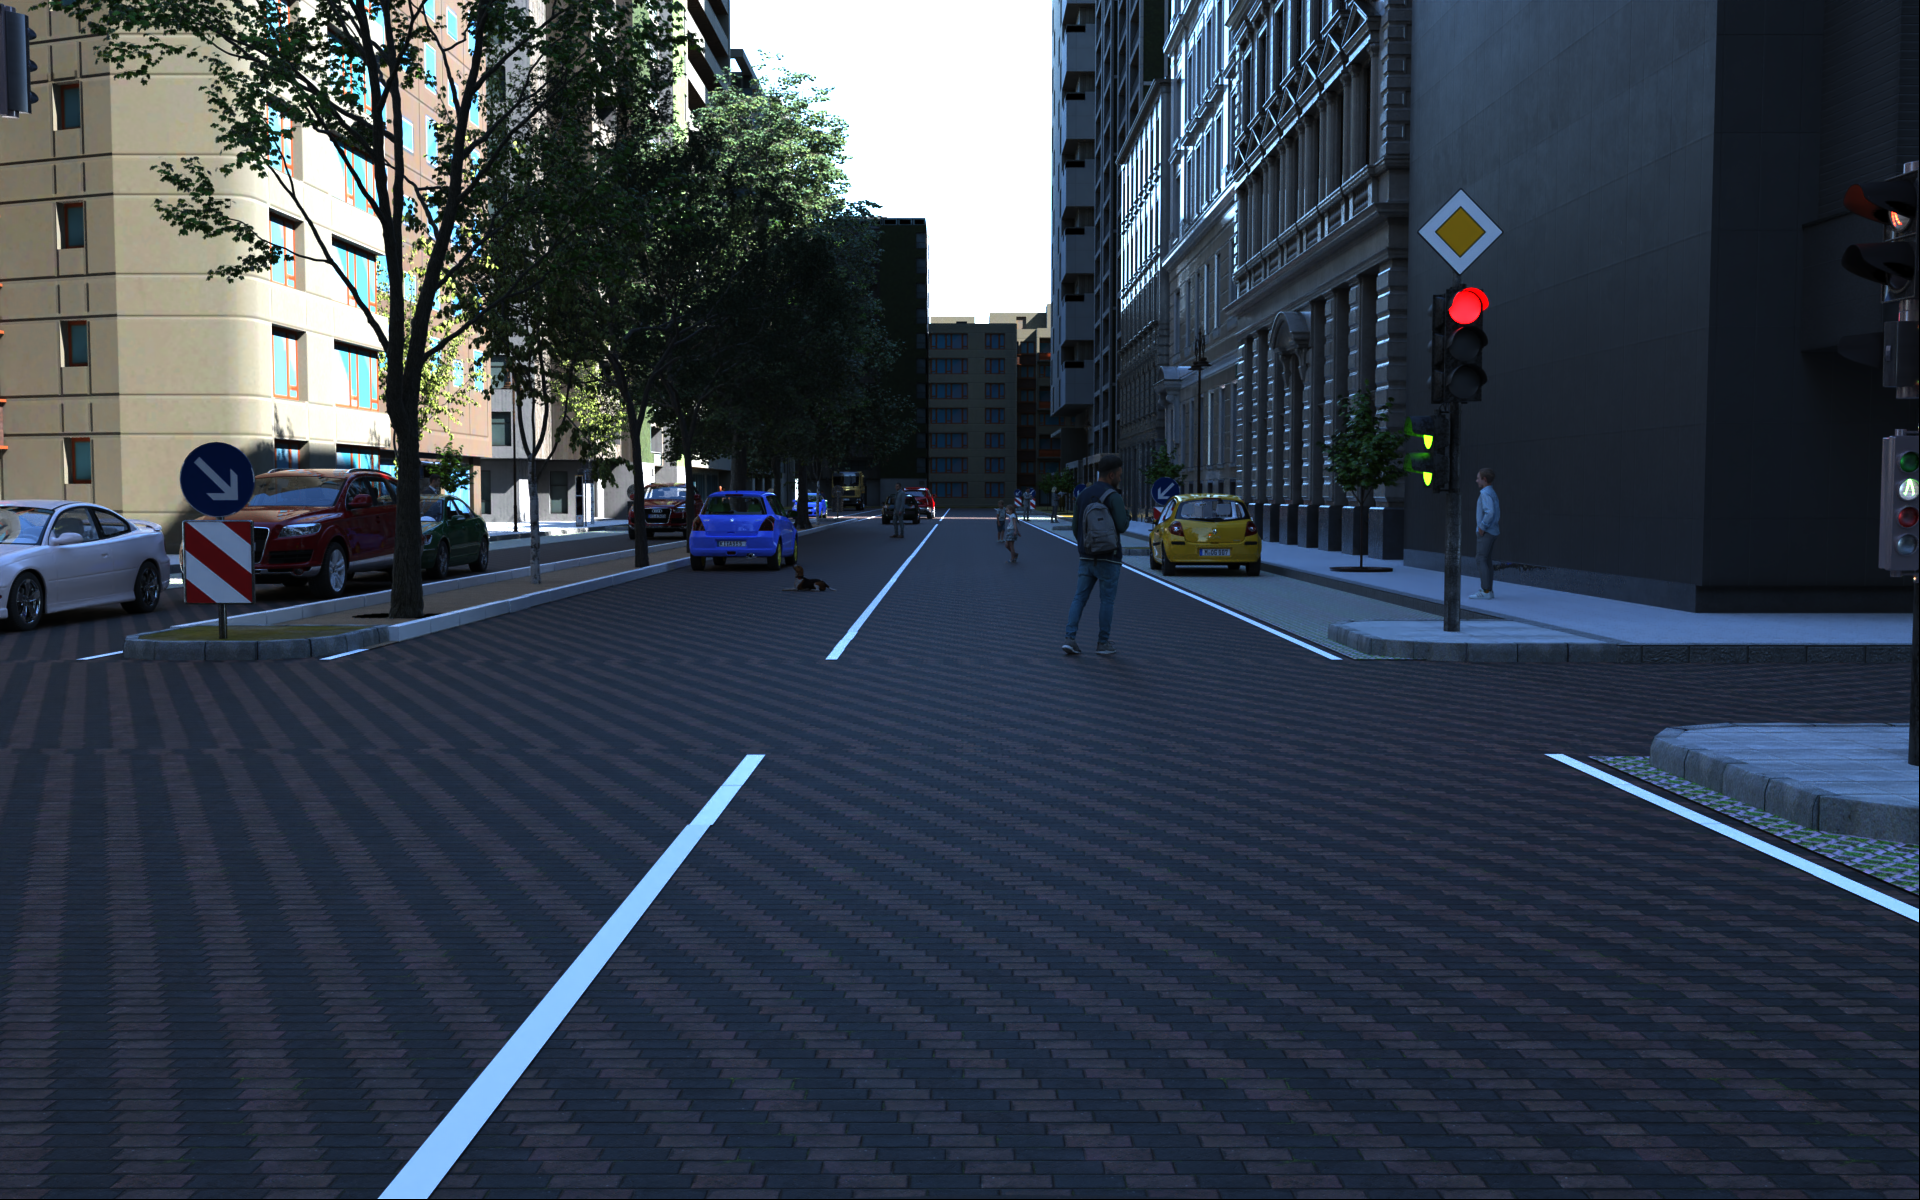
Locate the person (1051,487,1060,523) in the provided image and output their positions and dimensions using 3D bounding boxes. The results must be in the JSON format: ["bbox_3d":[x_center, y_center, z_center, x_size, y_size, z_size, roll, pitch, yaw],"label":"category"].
[{"bbox_3d":[4.717,-4.676,85.141,0.526,1.800,0.537,1,4,12],"label":"person"}]

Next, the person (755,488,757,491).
[{"bbox_3d":[-15.634,-7.706,132.754,1.217,1.735,0.721,-1,4,-15],"label":"person"}]

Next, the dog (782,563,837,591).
[{"bbox_3d":[-2.225,-0.329,25.579,0.748,0.427,0.550,3,5,40],"label":"dog"}]

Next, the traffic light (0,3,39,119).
[{"bbox_3d":[-11.085,-2.536,16.129,4.771,5.953,1.251,0,3,0],"label":"traffic light"}]

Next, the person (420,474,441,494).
[{"bbox_3d":[-10.586,-1.603,34.669,0.822,1.834,0.622,-1,4,-14],"label":"person"}]

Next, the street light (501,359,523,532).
[{"bbox_3d":[-15.145,-5.264,58.862,0.468,5.910,1.993,0,3,0],"label":"street light"}]

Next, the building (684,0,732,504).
[{"bbox_3d":[-27.426,-30.149,116.634,21.300,48.544,21.600,0,3,0],"label":"building"}]

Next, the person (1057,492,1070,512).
[{"bbox_3d":[7.363,-7.235,125.059,1.217,1.736,0.721,1,4,13],"label":"person"}]

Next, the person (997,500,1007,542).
[{"bbox_3d":[1.252,-2.353,51.649,0.332,1.250,0.352,0,4,6],"label":"person"}]

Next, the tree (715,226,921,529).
[{"bbox_3d":[-6.472,-9.261,70.888,9.611,12.733,9.660,0,3,0],"label":"tree"}]

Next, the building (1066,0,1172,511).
[{"bbox_3d":[18.696,-42.123,126.965,20.563,71.187,20.611,0,3,0],"label":"building"}]

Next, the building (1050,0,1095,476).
[{"bbox_3d":[22.030,-34.391,151.533,28.713,52.752,27.495,0,3,0],"label":"building"}]

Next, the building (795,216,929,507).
[{"bbox_3d":[-10.246,-25.155,182.991,14.107,30.474,14.160,0,3,0],"label":"building"}]

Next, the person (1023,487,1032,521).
[{"bbox_3d":[3.557,-5.020,90.756,0.466,1.800,0.511,3,4,36],"label":"person"}]

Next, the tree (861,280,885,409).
[{"bbox_3d":[-6.419,-8.126,61.070,9.928,11.665,9.643,0,3,0],"label":"tree"}]

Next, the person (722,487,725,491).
[{"bbox_3d":[-15.781,-6.685,116.054,0.721,1.736,1.217,3,4,38],"label":"person"}]

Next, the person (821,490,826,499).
[{"bbox_3d":[-9.851,-7.002,123.904,0.541,1.710,0.530,3,4,37],"label":"person"}]

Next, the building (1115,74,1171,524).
[{"bbox_3d":[12.973,-14.214,81.543,9.793,20.994,18.267,0,3,0],"label":"building"}]

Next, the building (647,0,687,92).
[{"bbox_3d":[-23.464,-25.337,97.860,14.154,41.232,14.086,0,3,0],"label":"building"}]

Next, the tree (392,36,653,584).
[{"bbox_3d":[-6.708,-4.539,27.039,4.737,8.622,4.395,0,3,0],"label":"tree"}]

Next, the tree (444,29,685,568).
[{"bbox_3d":[-6.160,-5.923,33.712,8.767,10.594,7.601,0,3,0],"label":"tree"}]

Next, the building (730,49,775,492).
[{"bbox_3d":[-28.296,-28.054,150.572,23.993,40.220,32.217,0,3,0],"label":"building"}]

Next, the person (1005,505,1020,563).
[{"bbox_3d":[1.143,-1.383,36.133,0.382,1.210,0.505,-1,4,-13],"label":"person"}]

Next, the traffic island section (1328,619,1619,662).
[{"bbox_3d":[4.624,0.371,16.212,2.009,0.180,2.903,0,3,0],"label":"traffic island section"}]

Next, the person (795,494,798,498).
[{"bbox_3d":[-15.282,-9.785,166.746,1.217,1.743,0.721,1,4,13],"label":"person"}]

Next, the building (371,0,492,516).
[{"bbox_3d":[-25.210,-25.037,59.464,14.600,45.320,14.200,0,3,0],"label":"building"}]

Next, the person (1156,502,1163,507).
[{"bbox_3d":[7.514,-3.460,63.097,0.782,1.767,0.515,0,4,-3],"label":"person"}]

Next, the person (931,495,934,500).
[{"bbox_3d":[-2.868,-8.846,153.140,1.348,1.822,0.705,2,4,27],"label":"person"}]

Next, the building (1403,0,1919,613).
[{"bbox_3d":[19.816,-14.045,23.138,24.014,27.812,14.314,0,3,0],"label":"building"}]

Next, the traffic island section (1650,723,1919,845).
[{"bbox_3d":[4.619,0.860,8.227,2.009,0.180,2.903,0,3,0],"label":"traffic island section"}]

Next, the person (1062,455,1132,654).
[{"bbox_3d":[1.251,-0.406,15.489,0.623,1.781,0.721,2,4,29],"label":"person"}]

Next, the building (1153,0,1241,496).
[{"bbox_3d":[14.863,-16.896,62.150,13.634,28.700,20.117,0,3,0],"label":"building"}]

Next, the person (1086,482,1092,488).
[{"bbox_3d":[3.747,-2.565,50.793,0.624,1.780,0.694,0,4,2],"label":"person"}]

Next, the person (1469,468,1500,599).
[{"bbox_3d":[6.475,-0.824,21.326,0.330,1.601,0.589,2,4,35],"label":"person"}]

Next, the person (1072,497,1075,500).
[{"bbox_3d":[7.232,-5.893,103.124,1.217,1.736,0.721,2,4,34],"label":"person"}]

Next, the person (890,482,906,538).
[{"bbox_3d":[-1.999,-2.950,56.830,0.391,1.810,0.635,-2,4,-35],"label":"person"}]

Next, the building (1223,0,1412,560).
[{"bbox_3d":[13.043,-13.055,42.320,11.050,23.489,19.941,0,3,0],"label":"building"}]

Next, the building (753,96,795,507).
[{"bbox_3d":[-24.869,-30.461,181.623,14.086,41.232,14.154,0,3,0],"label":"building"}]

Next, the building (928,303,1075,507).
[{"bbox_3d":[11.262,-21.053,189.250,28.899,21.520,27.650,0,3,0],"label":"building"}]

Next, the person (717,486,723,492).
[{"bbox_3d":[-15.542,-6.490,112.290,1.348,1.807,0.705,0,4,5],"label":"person"}]

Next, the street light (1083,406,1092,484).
[{"bbox_3d":[6.659,-7.224,90.892,0.468,5.910,1.993,0,3,0],"label":"street light"}]

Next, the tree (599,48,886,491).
[{"bbox_3d":[-6.581,-8.663,50.748,9.857,13.997,8.962,0,3,0],"label":"tree"}]

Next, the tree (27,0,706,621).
[{"bbox_3d":[-6.279,-5.585,19.529,9.928,11.665,9.643,0,3,0],"label":"tree"}]

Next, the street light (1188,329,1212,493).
[{"bbox_3d":[6.697,-4.631,48.502,0.468,5.910,1.993,0,3,0],"label":"street light"}]

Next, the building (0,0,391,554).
[{"bbox_3d":[-28.830,-11.355,30.699,27.650,21.520,28.899,0,3,0],"label":"building"}]

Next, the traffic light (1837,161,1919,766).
[{"bbox_3d":[2.487,-2.037,7.973,4.771,5.953,1.251,0,3,0],"label":"traffic light"}]

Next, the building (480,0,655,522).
[{"bbox_3d":[-23.093,-19.068,83.465,14.160,30.474,14.107,0,3,0],"label":"building"}]

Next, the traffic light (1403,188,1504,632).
[{"bbox_3d":[4.584,-1.662,16.098,0.839,4.253,0.868,0,3,0],"label":"traffic light"}]
